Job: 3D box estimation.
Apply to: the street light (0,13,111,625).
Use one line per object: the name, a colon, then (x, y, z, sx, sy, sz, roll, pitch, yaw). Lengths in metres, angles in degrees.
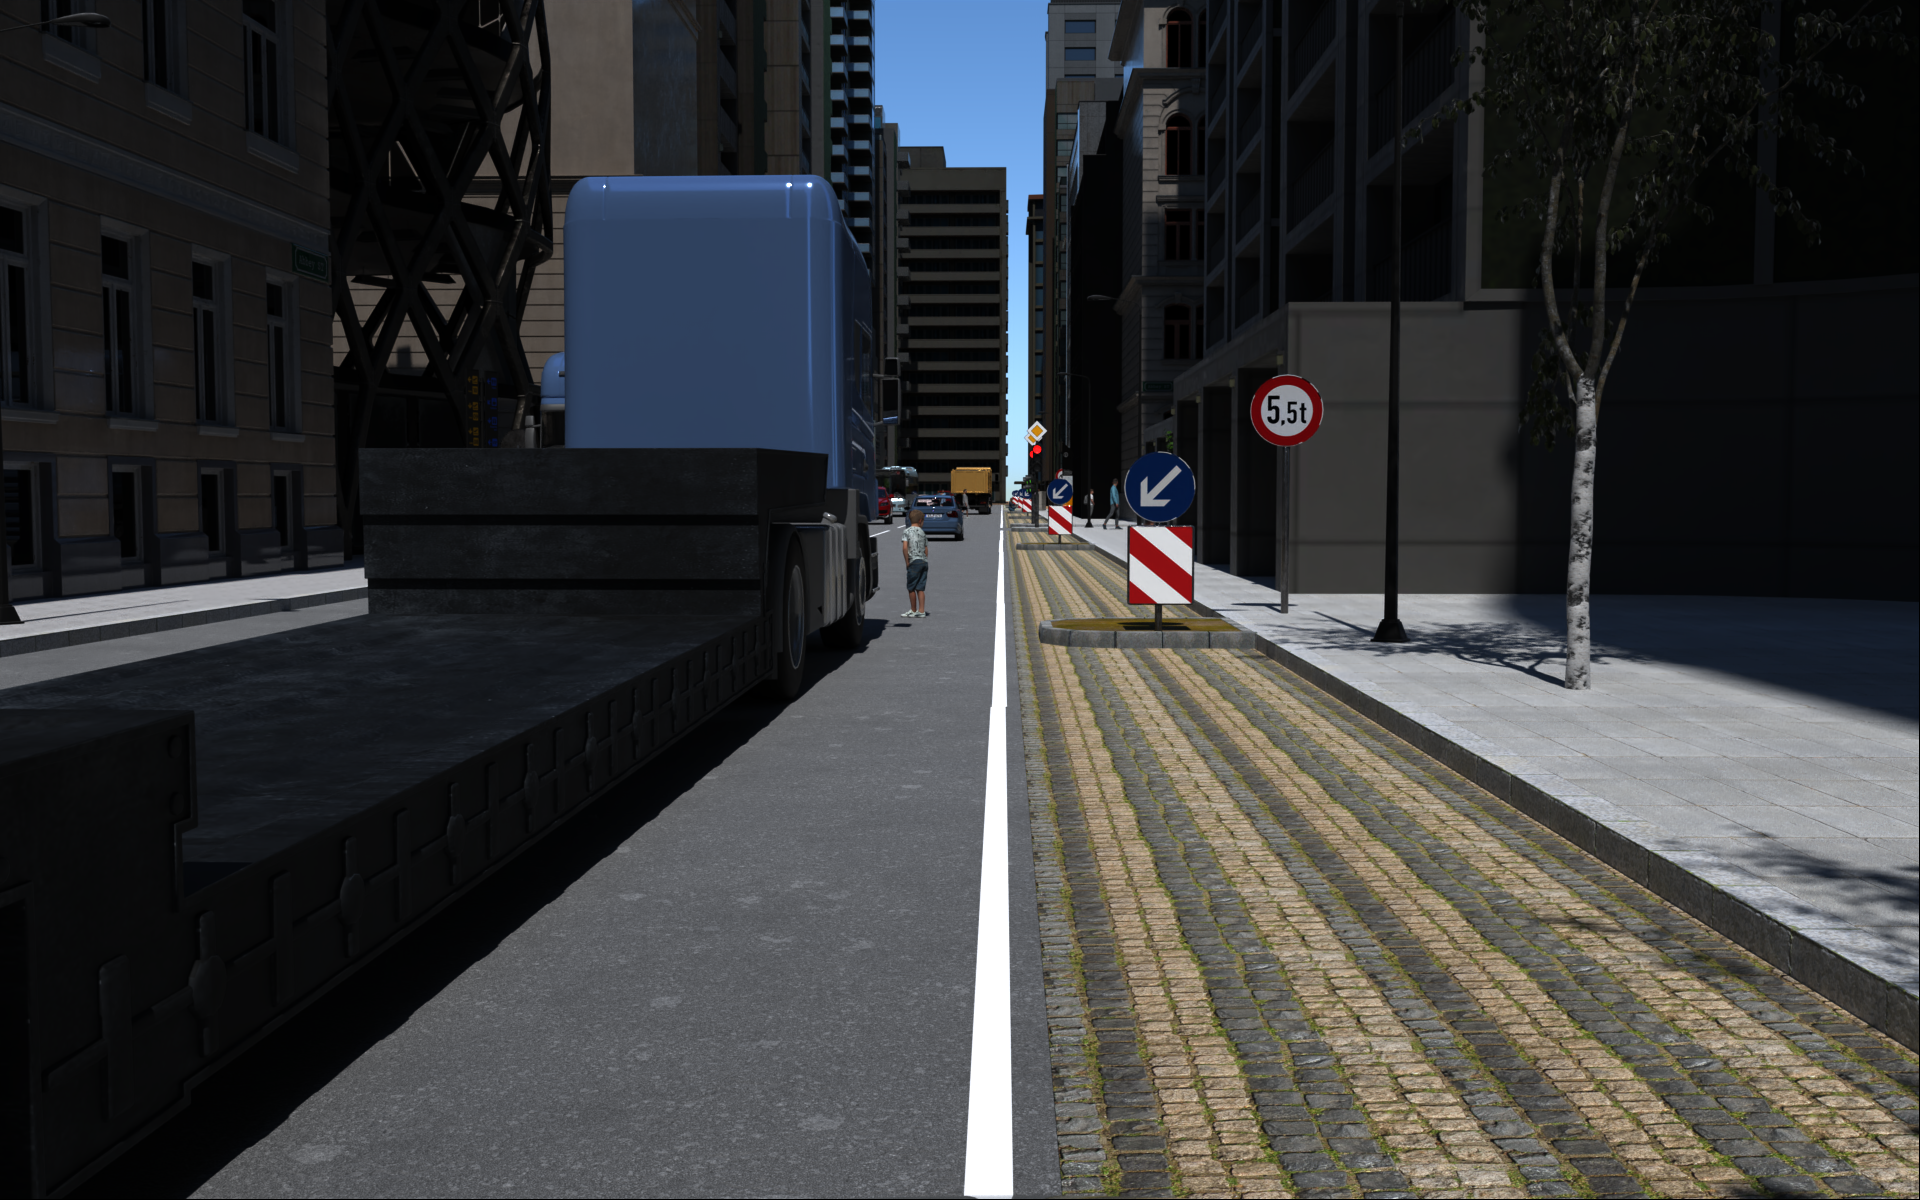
street light: (-8.906, -2.713, 16.907, 1.470, 5.913, 1.316, 0, 4, 1)

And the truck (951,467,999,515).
truck: (0.907, -7.800, 123.451, 3.469, 3.379, 9.791, 0, 4, 3)

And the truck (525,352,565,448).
truck: (-5.831, -2.951, 38.008, 2.967, 4.110, 18.799, 0, 4, 1)

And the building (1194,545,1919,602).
building: (14.491, -35.848, 24.374, 20.563, 71.187, 20.611, 0, 4, 1)

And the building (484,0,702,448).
building: (-22.054, -16.054, 59.752, 25.104, 27.353, 12.463, 0, 4, 1)

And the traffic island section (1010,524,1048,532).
traffic island section: (2.967, -2.697, 66.382, 2.009, 0.180, 2.903, 0, 4, 1)

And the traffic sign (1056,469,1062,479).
traffic sign: (5.128, -5.254, 86.014, 0.768, 2.556, 0.104, 1, 4, 9)

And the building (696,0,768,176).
building: (-16.983, -18.958, 81.664, 14.160, 30.474, 14.107, 0, 4, 1)

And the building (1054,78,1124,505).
building: (16.440, -29.976, 173.701, 14.154, 41.232, 14.086, 0, 4, 1)

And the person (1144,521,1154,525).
person: (5.287, -2.559, 48.634, 0.760, 1.731, 0.466, 1, 4, 19)

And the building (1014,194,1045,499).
building: (22.127, -36.046, 243.978, 28.867, 44.769, 22.147, 0, 4, 1)

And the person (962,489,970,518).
person: (0.282, -5.661, 101.811, 0.466, 1.731, 0.760, 3, 5, 44)

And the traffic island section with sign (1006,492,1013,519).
traffic island section with sign: (3.798, -5.579, 99.839, 1.989, 1.847, 2.006, 0, 4, 1)

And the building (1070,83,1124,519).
building: (12.619, -16.314, 96.413, 12.332, 23.373, 15.834, 0, 4, 1)

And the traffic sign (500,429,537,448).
traffic sign: (-8.637, -2.066, 33.884, 0.768, 2.556, 0.104, 1, 4, 10)

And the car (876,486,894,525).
car: (-4.283, -4.548, 83.040, 2.281, 1.827, 5.304, 0, 4, -1)

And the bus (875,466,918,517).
bus: (-4.406, -7.189, 112.404, 2.948, 3.499, 13.247, 0, 4, 2)

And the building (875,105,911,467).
building: (-21.512, -36.285, 212.861, 30.456, 49.044, 23.786, 0, 4, 1)

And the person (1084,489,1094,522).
person: (5.906, -4.285, 78.703, 0.503, 1.515, 0.523, 2, 4, 34)

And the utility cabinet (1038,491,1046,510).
utility cabinet: (6.368, -7.695, 134.498, 0.318, 1.500, 1.173, 1, 4, 19)

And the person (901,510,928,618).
person: (-0.531, -0.421, 20.069, 0.332, 1.250, 0.352, 0, 4, 4)

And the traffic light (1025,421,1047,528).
traffic light: (2.927, -4.731, 66.269, 0.839, 4.253, 0.868, 0, 4, 1)

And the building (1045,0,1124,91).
building: (20.798, -40.799, 209.070, 21.231, 58.520, 28.212, 0, 4, 1)

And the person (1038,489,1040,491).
person: (7.863, -10.165, 172.250, 1.348, 1.824, 0.705, 3, 5, 42)

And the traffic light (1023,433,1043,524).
traffic light: (3.122, -5.219, 74.252, 0.839, 4.253, 0.868, 0, 4, 1)

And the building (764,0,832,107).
building: (-15.275, -25.673, 103.356, 14.154, 41.232, 14.086, 0, 4, 1)

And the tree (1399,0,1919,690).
tree: (4.309, -3.722, 11.218, 4.360, 8.622, 3.978, 0, 3, 0)

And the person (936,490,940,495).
person: (-2.188, -10.232, 175.771, 1.348, 1.826, 0.705, 3, 4, 39)

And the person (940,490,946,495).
person: (-1.449, -8.315, 144.548, 0.616, 1.811, 0.778, 0, 4, 4)

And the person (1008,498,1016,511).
person: (4.145, -7.399, 134.977, 0.738, 1.151, 1.012, 1, 4, 21)

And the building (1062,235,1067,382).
building: (14.652, -20.753, 136.581, 12.463, 27.353, 25.104, 0, 4, 1)

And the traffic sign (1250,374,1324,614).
traffic sign: (3.489, -1.128, 18.544, 0.768, 2.556, 0.104, 1, 4, 10)

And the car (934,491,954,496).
car: (-1.835, -11.662, 199.345, 2.281, 1.827, 5.304, 0, 4, 3)

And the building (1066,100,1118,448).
building: (13.396, -18.115, 114.206, 12.078, 24.808, 19.932, 0, 4, 1)

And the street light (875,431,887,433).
street light: (-6.077, -9.476, 127.475, 1.470, 5.913, 1.316, 0, 4, 1)

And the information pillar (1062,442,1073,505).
information pillar: (4.855, -5.328, 78.473, 0.504, 3.616, 0.183, -1, 4, -19)

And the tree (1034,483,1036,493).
tree: (8.813, -13.162, 209.800, 1.663, 3.219, 1.824, 0, 3, 0)

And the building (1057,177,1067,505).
building: (15.978, -23.747, 159.966, 14.160, 30.474, 14.107, 0, 4, 1)

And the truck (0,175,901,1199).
truck: (-2.495, -1.173, 8.930, 2.967, 4.110, 18.799, 0, 4, 3)

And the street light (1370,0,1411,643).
street light: (3.211, -2.593, 14.934, 1.470, 5.913, 1.316, 0, 4, 1)

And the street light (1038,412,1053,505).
street light: (5.095, -7.645, 97.531, 1.470, 5.913, 1.316, 0, 4, 1)

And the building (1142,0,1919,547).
building: (16.890, -37.592, 52.881, 20.563, 71.187, 20.611, 0, 4, 1)

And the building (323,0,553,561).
building: (-18.156, -10.493, 39.011, 16.820, 18.784, 16.811, 0, 4, 1)

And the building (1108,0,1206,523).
building: (19.140, -17.989, 81.503, 23.554, 28.519, 14.401, 0, 4, 1)

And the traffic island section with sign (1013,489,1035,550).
traffic island section with sign: (2.448, -2.204, 44.658, 1.989, 1.847, 2.006, 0, 4, 1)

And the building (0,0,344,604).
building: (-17.328, -14.327, 20.154, 13.634, 28.700, 20.117, 0, 4, 1)

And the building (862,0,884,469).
building: (-18.156, -52.101, 164.515, 22.319, 86.520, 31.000, 0, 4, 1)

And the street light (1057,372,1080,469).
street light: (4.405, -5.730, 66.220, 1.470, 5.913, 1.316, 0, 4, 1)

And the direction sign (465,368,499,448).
direction sign: (-8.729, -2.428, 31.700, 0.379, 3.537, 0.876, 1, 4, 23)

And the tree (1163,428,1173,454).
tree: (5.479, -2.988, 43.448, 1.663, 3.219, 1.824, 0, 3, 0)

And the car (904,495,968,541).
car: (-0.773, -2.583, 54.237, 2.014, 1.417, 4.499, 0, 4, 1)

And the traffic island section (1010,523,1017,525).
traffic island section: (3.162, -3.186, 74.365, 2.009, 0.180, 2.903, 0, 4, 1)

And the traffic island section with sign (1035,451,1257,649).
traffic island section with sign: (1.774, -0.506, 16.902, 1.989, 1.847, 2.006, 0, 4, 1)

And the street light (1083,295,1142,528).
street light: (3.672, -4.161, 40.580, 1.470, 5.913, 1.316, 0, 4, 1)

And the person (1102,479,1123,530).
person: (5.541, -3.477, 62.760, 0.748, 1.841, 0.638, 1, 4, 20)

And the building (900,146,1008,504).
building: (-4.030, -37.949, 244.159, 21.600, 48.544, 21.300, 0, 4, 1)

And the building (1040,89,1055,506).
building: (16.077, -32.900, 188.028, 14.600, 45.320, 14.200, 0, 4, 1)

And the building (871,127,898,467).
building: (-14.249, -30.870, 188.310, 14.154, 41.232, 14.086, 0, 4, 1)

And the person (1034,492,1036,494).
person: (8.726, -11.634, 197.194, 0.756, 1.711, 0.436, 2, 4, 30)
